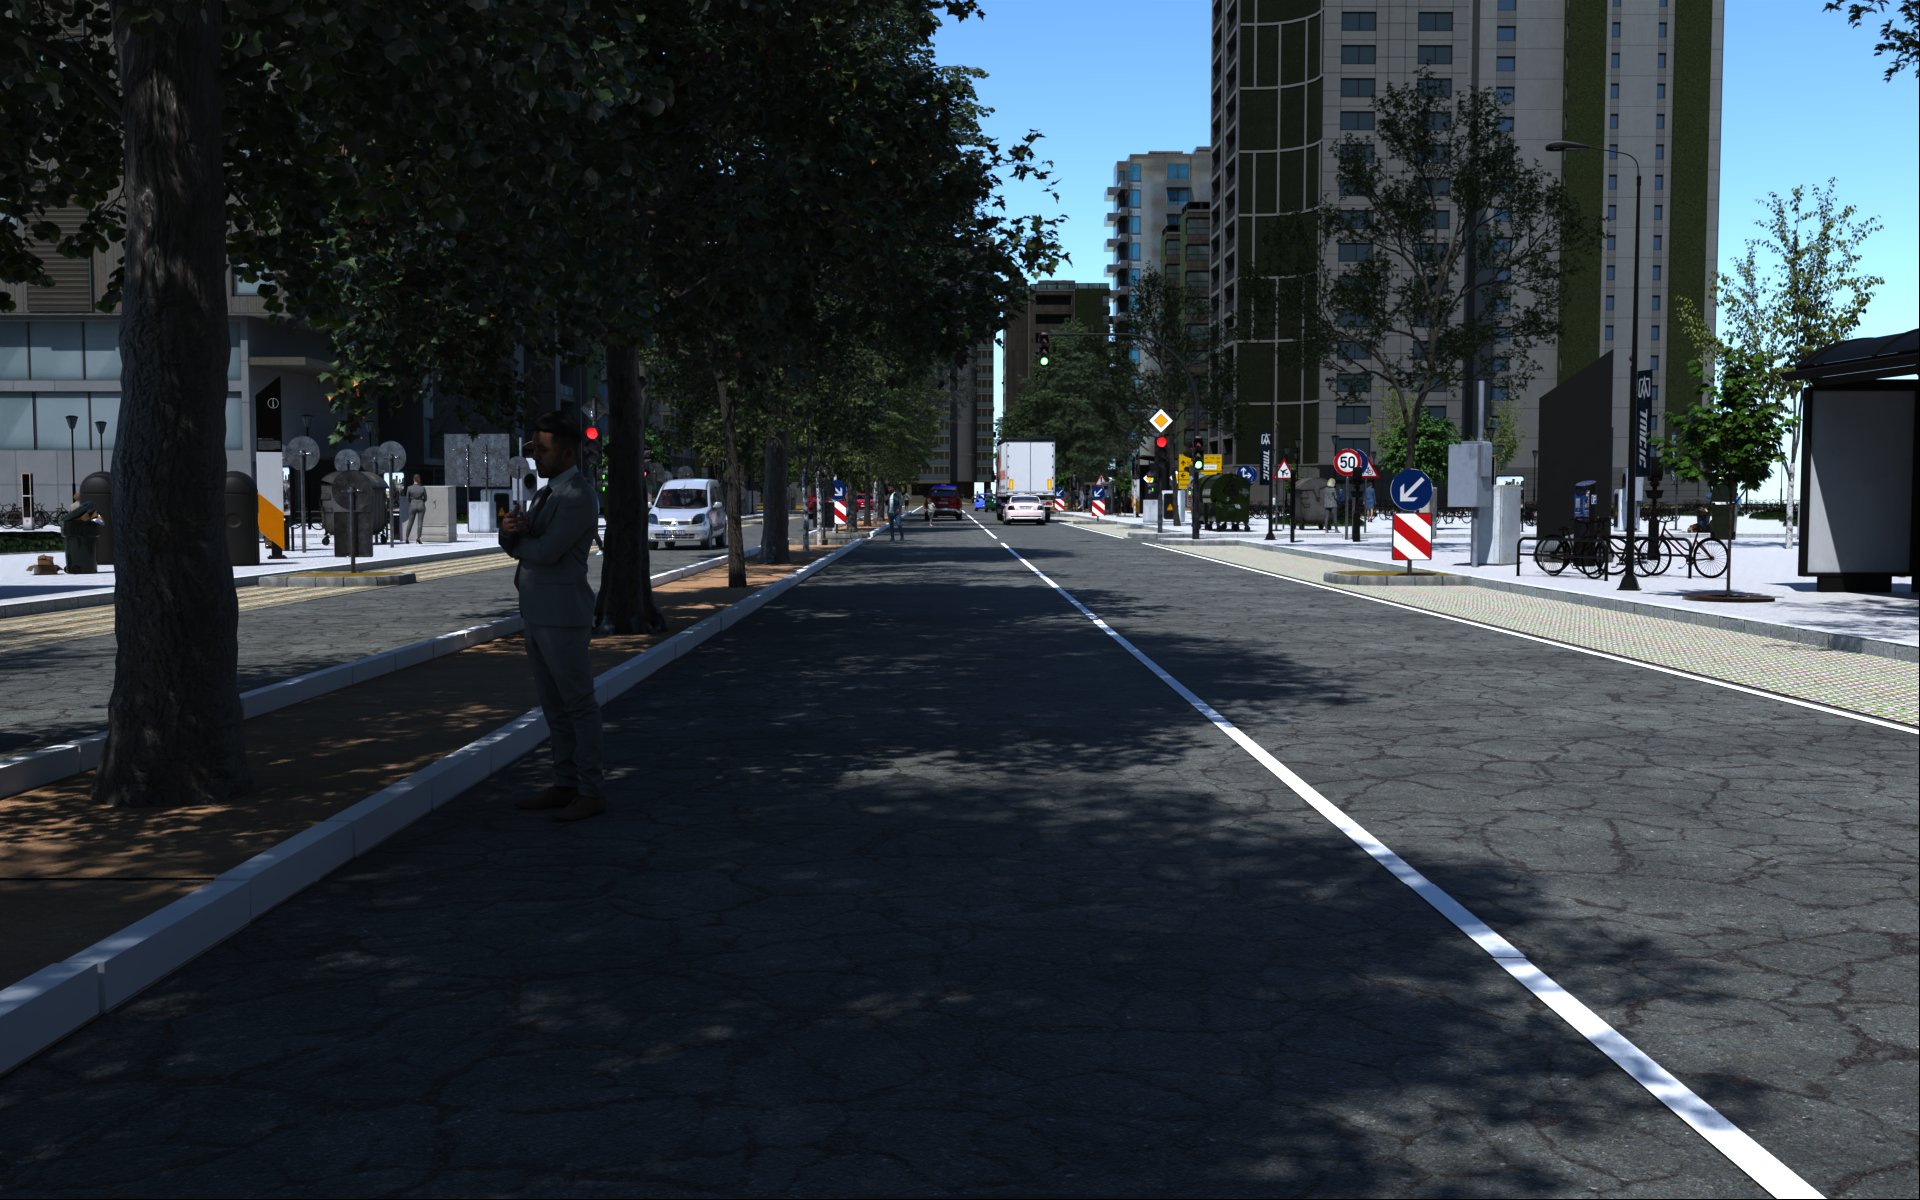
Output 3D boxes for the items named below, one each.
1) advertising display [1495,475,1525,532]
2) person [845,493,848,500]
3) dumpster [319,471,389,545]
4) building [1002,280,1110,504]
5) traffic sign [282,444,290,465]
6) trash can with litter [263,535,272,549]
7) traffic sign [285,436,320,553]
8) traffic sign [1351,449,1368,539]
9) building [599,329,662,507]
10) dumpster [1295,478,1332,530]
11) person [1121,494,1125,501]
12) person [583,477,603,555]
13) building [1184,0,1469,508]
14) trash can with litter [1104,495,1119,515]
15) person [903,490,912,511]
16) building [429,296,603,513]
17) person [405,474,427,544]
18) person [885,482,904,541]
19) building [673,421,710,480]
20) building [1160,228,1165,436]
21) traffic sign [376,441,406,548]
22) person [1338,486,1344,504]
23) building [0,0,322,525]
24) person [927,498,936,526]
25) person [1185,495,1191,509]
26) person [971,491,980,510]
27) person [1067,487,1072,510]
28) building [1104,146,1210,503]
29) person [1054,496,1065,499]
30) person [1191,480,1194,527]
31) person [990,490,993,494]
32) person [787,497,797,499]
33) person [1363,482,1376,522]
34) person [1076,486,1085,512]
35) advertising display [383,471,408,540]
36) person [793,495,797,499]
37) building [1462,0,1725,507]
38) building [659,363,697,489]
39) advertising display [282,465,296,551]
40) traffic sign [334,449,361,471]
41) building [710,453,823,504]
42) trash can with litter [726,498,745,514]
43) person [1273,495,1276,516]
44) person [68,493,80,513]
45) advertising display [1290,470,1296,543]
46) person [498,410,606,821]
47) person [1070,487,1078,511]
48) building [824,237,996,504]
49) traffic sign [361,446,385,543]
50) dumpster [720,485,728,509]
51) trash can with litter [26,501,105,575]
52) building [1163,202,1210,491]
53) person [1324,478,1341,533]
[{"bbox_3d":[18.706,-3.286,58.939,0.974,1.923,0.123,2,4,26],"label":"advertising display"},{"bbox_3d":[-8.859,-7.723,134.862,1.348,1.812,0.705,1,4,20],"label":"person"},{"bbox_3d":[-15.356,-2.333,43.899,1.264,1.857,1.865,0,4,-1],"label":"dumpster"},{"bbox_3d":[12.990,-28.473,237.227,14.107,30.474,14.160,0,4,-1],"label":"building"},{"bbox_3d":[-17.041,-2.639,43.258,0.768,2.556,0.104,0,4,2],"label":"traffic sign"},{"bbox_3d":[-16.228,-1.818,41.114,0.624,1.170,1.055,-1,4,-20],"label":"trash can with litter"},{"bbox_3d":[-14.334,-2.304,37.779,0.768,2.556,0.104,0,4,3],"label":"traffic sign"},{"bbox_3d":[11.139,-2.990,48.989,0.768,2.556,0.104,0,4,1],"label":"traffic sign"},{"bbox_3d":[-41.406,-18.439,146.513,27.650,21.520,28.899,0,4,-1],"label":"building"},{"bbox_3d":[12.588,-3.433,61.885,1.264,1.857,1.865,0,4,-1],"label":"dumpster"},{"bbox_3d":[18.938,-11.970,201.764,0.705,1.823,1.348,-1,4,-15],"label":"person"},{"bbox_3d":[-8.620,-1.955,40.479,0.660,1.820,0.620,2,4,31],"label":"person"},{"bbox_3d":[31.848,-43.773,153.932,20.563,71.187,20.611,0,4,-1],"label":"building"},{"bbox_3d":[9.093,-5.733,104.790,1.678,1.210,2.233,-3,4,-36],"label":"trash can with litter"},{"bbox_3d":[-4.307,-8.080,141.394,0.721,1.735,1.217,-3,5,-41],"label":"person"},{"bbox_3d":[-32.738,-26.508,117.003,14.154,41.232,14.086,0,4,-1],"label":"building"},{"bbox_3d":[-13.991,-2.338,44.545,0.520,1.790,0.573,-2,4,-27],"label":"person"},{"bbox_3d":[-2.006,-2.668,52.472,0.623,1.781,0.721,1,4,18],"label":"person"},{"bbox_3d":[-40.415,-28.464,237.080,14.107,30.474,14.160,0,4,-1],"label":"building"},{"bbox_3d":[28.394,-25.429,187.468,14.160,30.474,14.107,0,4,-1],"label":"building"},{"bbox_3d":[-13.591,-2.524,41.376,0.768,2.556,0.104,1,4,9],"label":"traffic sign"},{"bbox_3d":[24.929,-6.554,113.382,0.419,1.800,0.721,1,4,17],"label":"person"},{"bbox_3d":[-40.602,-30.167,82.469,28.713,52.752,27.495,0,4,-1],"label":"building"},{"bbox_3d":[-1.282,-3.919,77.256,0.352,1.250,0.332,-2,4,-31],"label":"person"},{"bbox_3d":[19.596,-8.560,145.938,1.348,1.831,0.705,0,4,3],"label":"person"},{"bbox_3d":[1.640,-9.240,160.360,1.217,1.735,0.721,-1,4,-15],"label":"person"},{"bbox_3d":[8.726,-7.954,136.088,0.705,1.824,1.348,-1,4,-19],"label":"person"},{"bbox_3d":[35.225,-38.026,241.328,30.456,49.044,23.786,0,4,-1],"label":"building"},{"bbox_3d":[7.919,-8.030,137.855,0.721,1.766,1.217,-3,5,-39],"label":"person"},{"bbox_3d":[9.252,-3.768,67.756,0.679,1.850,0.850,0,4,-4],"label":"person"},{"bbox_3d":[2.781,-8.891,153.869,1.348,1.824,0.705,-1,4,-11],"label":"person"},{"bbox_3d":[-14.008,-8.402,144.106,0.721,1.739,1.217,2,4,32],"label":"person"},{"bbox_3d":[18.643,-4.450,78.828,0.581,1.822,0.654,1,4,20],"label":"person"},{"bbox_3d":[8.587,-7.170,123.153,0.818,1.842,0.514,-1,4,-19],"label":"person"},{"bbox_3d":[-15.745,-2.637,48.335,0.974,1.923,0.123,2,4,35],"label":"advertising display"},{"bbox_3d":[-19.854,-12.142,205.290,1.217,1.736,0.721,1,4,23],"label":"person"},{"bbox_3d":[62.678,-39.252,183.774,28.212,58.520,21.231,0,4,-1],"label":"building"},{"bbox_3d":[-39.852,-29.726,177.903,23.993,40.220,32.217,0,4,-1],"label":"building"},{"bbox_3d":[-15.288,-2.072,39.091,0.974,1.923,0.123,3,5,41],"label":"advertising display"},{"bbox_3d":[-17.217,-2.971,48.679,0.768,2.556,0.104,0,4,5],"label":"traffic sign"},{"bbox_3d":[-25.928,-28.444,236.764,14.107,30.474,14.160,0,4,-1],"label":"building"},{"bbox_3d":[-14.727,-6.165,112.179,1.055,1.170,0.624,2,4,25],"label":"trash can with litter"},{"bbox_3d":[18.204,-5.493,100.545,0.352,1.250,0.332,-3,5,-44],"label":"person"},{"bbox_3d":[-21.745,-1.982,42.716,0.475,1.303,0.640,0,4,-2],"label":"person"},{"bbox_3d":[8.863,-2.503,46.143,0.123,1.923,0.974,1,4,10],"label":"advertising display"},{"bbox_3d":[-1.844,0.059,7.722,0.511,1.800,0.466,3,5,42],"label":"person"},{"bbox_3d":[8.631,-7.587,130.450,0.716,1.782,0.532,1,4,15],"label":"person"},{"bbox_3d":[-6.965,-33.833,245.044,23.993,40.220,32.217,0,4,-1],"label":"building"},{"bbox_3d":[-15.450,-2.794,45.780,0.768,2.556,0.104,0,4,0],"label":"traffic sign"},{"bbox_3d":[-14.251,-6.101,105.508,1.264,1.857,1.865,0,4,0],"label":"dumpster"},{"bbox_3d":[-14.291,-0.996,27.673,1.055,1.170,0.624,-3,5,-42],"label":"trash can with litter"},{"bbox_3d":[28.676,-24.558,173.232,14.160,30.474,14.107,0,4,-1],"label":"building"},{"bbox_3d":[12.270,-3.119,57.219,0.526,1.800,0.537,-2,4,-29],"label":"person"}]
